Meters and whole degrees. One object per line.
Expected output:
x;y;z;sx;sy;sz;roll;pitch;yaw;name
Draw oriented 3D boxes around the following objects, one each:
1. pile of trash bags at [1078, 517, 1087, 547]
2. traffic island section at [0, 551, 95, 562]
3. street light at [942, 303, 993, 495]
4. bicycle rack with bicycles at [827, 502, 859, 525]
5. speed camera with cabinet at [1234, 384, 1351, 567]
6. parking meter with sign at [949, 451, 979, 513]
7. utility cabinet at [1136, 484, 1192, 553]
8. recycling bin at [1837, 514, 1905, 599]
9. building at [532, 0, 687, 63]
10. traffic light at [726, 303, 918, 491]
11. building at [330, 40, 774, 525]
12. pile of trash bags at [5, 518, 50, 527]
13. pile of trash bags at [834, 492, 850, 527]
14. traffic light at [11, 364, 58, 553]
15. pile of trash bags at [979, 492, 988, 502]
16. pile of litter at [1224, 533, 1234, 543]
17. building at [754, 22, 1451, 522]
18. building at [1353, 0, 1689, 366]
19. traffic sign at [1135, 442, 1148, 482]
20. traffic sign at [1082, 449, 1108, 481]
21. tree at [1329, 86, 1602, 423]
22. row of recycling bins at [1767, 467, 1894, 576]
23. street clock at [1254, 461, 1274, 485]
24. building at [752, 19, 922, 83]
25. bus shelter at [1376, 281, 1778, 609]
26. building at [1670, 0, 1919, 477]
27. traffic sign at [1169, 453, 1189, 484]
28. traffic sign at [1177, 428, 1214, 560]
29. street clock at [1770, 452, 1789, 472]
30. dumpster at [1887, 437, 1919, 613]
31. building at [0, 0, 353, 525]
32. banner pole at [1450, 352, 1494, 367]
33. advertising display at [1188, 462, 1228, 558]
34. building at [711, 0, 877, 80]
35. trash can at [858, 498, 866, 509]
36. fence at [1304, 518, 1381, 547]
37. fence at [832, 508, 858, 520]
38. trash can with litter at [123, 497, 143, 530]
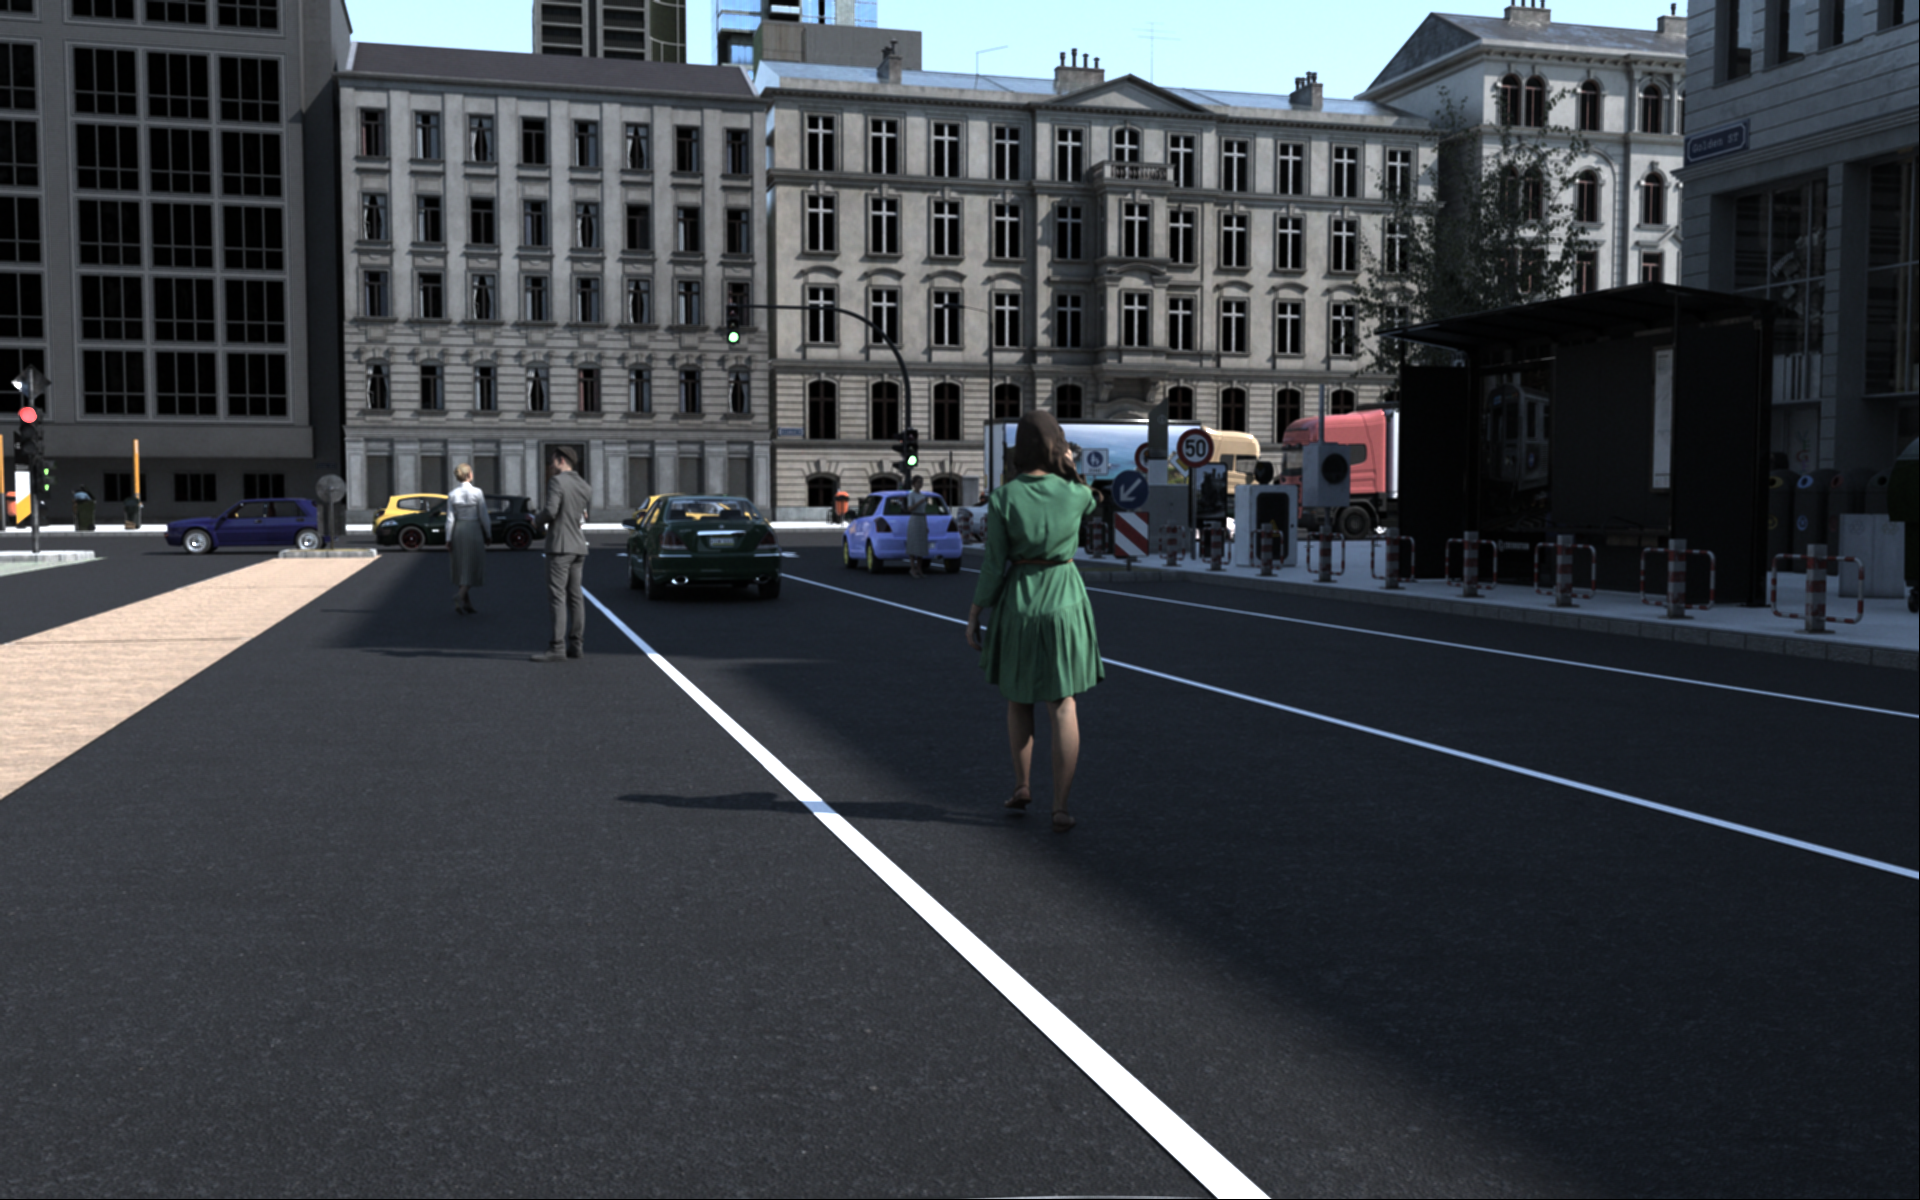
2.595;-2.046;43.209;1.912;1.369;3.447;0;3;0;pile of trash bags
-20.100;-0.940;37.646;2.009;0.180;2.903;-1;4;-15;traffic island section
0.244;-4.278;42.480;1.470;5.913;1.316;-1;4;-15;street light
-4.612;-3.694;73.777;2.852;0.926;2.925;2;4;35;bicycle rack with bicycles
5.916;-2.229;30.775;2.038;3.252;0.660;-1;4;-20;speed camera with cabinet
0.446;-4.541;70.504;1.738;3.016;0.543;0;4;-3;parking meter with sign
4.398;-1.749;37.282;1.173;1.500;0.318;-1;4;-19;utility cabinet
11.381;-0.555;21.627;0.722;1.027;0.722;2;4;26;recycling bin
-48.106;-49.042;240.089;20.611;71.187;20.563;-1;4;-15;building
-3.303;-4.121;42.039;4.771;5.953;1.251;-1;4;-15;traffic light
-18.208;-14.016;78.306;18.267;20.994;9.793;-1;4;-15;building
-36.760;-3.543;67.672;1.912;1.369;3.447;-1;4;-20;pile of trash bags
-3.269;-3.587;68.397;3.447;1.369;1.912;-1;4;-9;pile of trash bags
-20.059;-2.973;37.523;0.839;4.253;0.868;-1;4;-15;traffic light
1.833;-4.030;75.635;1.912;1.369;3.447;-2;4;-31;pile of trash bags
7.643;-1.933;45.570;1.719;0.858;1.176;1;4;13;pile of litter
6.501;-16.461;88.216;34.723;24.649;14.460;-1;4;-15;building
35.176;-18.868;95.877;23.554;28.519;14.401;-1;4;-15;building
4.635;-2.591;42.473;0.768;2.556;0.104;-1;4;-10;traffic sign
3.005;-2.236;38.693;0.606;2.300;0.079;0;4;-7;traffic sign
9.352;-4.904;30.540;4.360;8.622;3.978;0;3;0;tree
13.974;-1.252;27.577;1.069;1.692;3.534;-1;4;-10;row of recycling bins
6.754;-2.076;38.520;0.358;2.002;0.471;-1;4;-20;street clock
-11.651;-28.832;154.995;14.154;41.232;14.086;-1;4;-15;building
7.638;-1.901;22.358;1.731;3.624;6.357;-1;4;-15;bus shelter
23.977;-14.981;22.428;11.434;29.767;29.804;-1;4;-15;building
5.165;-2.360;39.779;0.795;2.450;0.064;-1;4;-11;traffic sign
4.557;-2.054;33.689;0.768;2.556;0.104;-1;4;-13;traffic sign
14.041;-1.547;29.861;0.358;2.002;0.471;0;4;-2;street clock
11.023;-0.953;18.071;1.502;2.255;1.985;-1;4;-15;dumpster
-39.446;-17.252;75.572;24.014;27.812;14.314;-1;4;-15;building
7.956;-2.249;26.794;0.863;3.779;0.401;0;4;3;banner pole
5.004;-1.819;34.961;0.974;1.923;0.123;-3;4;-36;advertising display
-23.196;-57.241;248.554;31.000;86.520;22.319;-1;4;-15;building
-3.783;-3.560;69.859;0.748;1.137;0.748;0;3;0;trash can
9.366;-1.648;42.320;2.069;0.683;0.278;-1;4;-22;fence
-4.682;-3.725;76.278;2.069;0.683;0.278;-1;4;-18;fence
-29.885;-3.131;62.573;0.624;1.170;1.055;-1;4;-21;trash can with litter
